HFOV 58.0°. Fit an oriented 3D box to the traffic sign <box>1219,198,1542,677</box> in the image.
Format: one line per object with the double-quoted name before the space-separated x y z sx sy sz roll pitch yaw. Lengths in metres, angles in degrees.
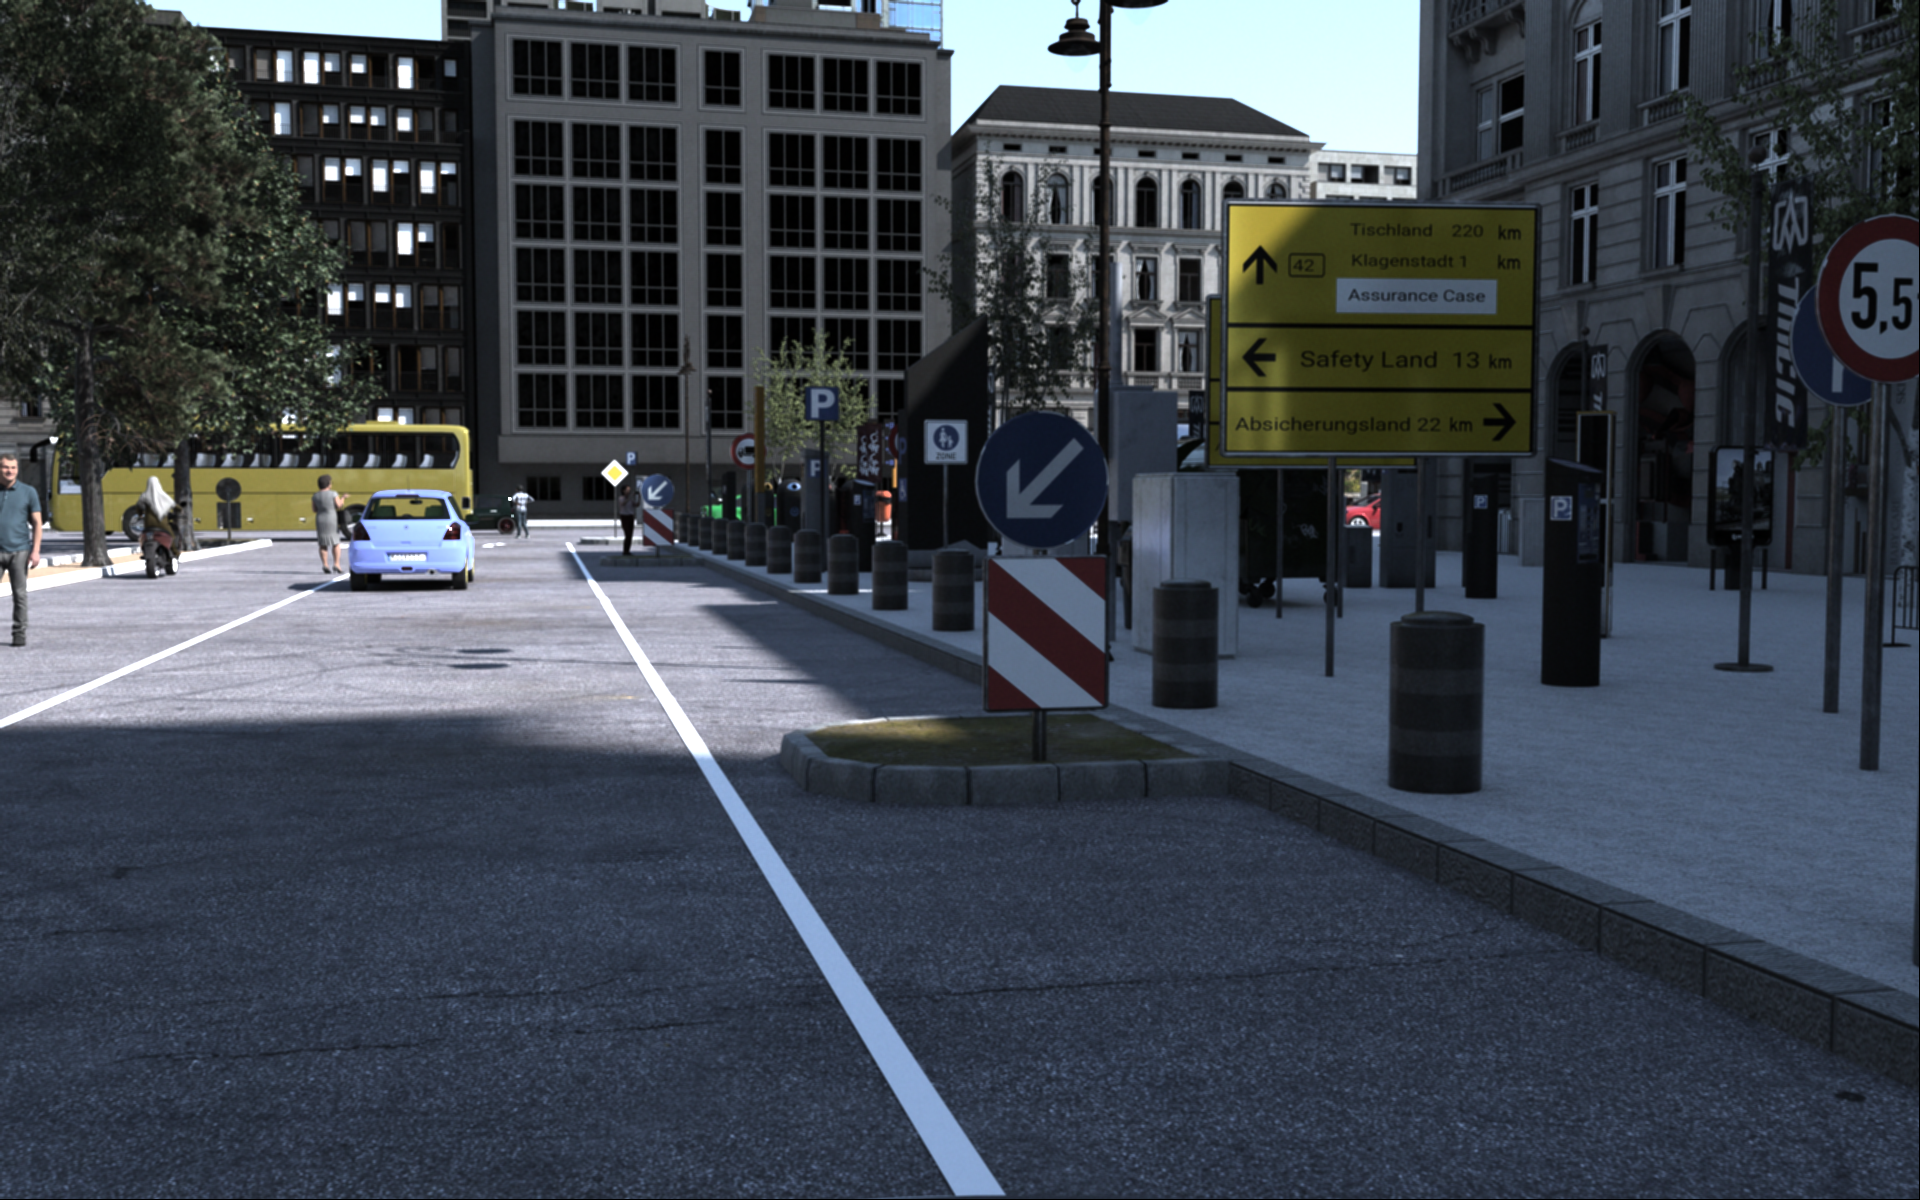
"traffic sign" 2.922 -1.115 12.104 2.265 3.308 0.079 0 4 -5

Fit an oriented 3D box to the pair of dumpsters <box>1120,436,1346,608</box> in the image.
"pair of dumpsters" 3.244 -1.161 21.477 1.574 2.255 4.437 -1 4 -14

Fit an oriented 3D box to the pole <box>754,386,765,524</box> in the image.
"pole" -3.807 -2.390 32.925 0.158 3.312 0.155 0 3 0

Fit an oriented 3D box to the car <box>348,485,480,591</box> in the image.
"car" -8.507 -1.067 27.031 1.945 1.707 3.694 -1 4 -14

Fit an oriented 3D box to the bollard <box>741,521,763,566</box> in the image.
"bollard" -3.642 -0.995 30.982 0.404 0.777 0.398 0 3 0

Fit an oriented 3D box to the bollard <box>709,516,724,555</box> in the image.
"bollard" -5.070 -1.353 36.832 0.404 0.777 0.398 0 3 0

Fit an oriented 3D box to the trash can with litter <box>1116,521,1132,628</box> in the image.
"trash can with litter" 1.984 -0.303 16.343 0.624 1.170 1.055 -3 5 -42

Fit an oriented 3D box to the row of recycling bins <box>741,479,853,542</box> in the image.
"row of recycling bins" -4.121 -2.408 46.479 3.534 1.692 1.069 -1 4 -19

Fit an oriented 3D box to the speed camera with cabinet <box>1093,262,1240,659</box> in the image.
"speed camera with cabinet" 1.674 -1.220 14.278 0.660 3.252 2.038 -1 4 -13

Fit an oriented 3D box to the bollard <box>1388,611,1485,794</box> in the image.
"bollard" 2.081 0.437 7.572 0.404 0.777 0.398 0 3 0

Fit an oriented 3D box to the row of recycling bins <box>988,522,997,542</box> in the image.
"row of recycling bins" 1.513 -2.411 46.526 3.534 1.692 1.069 1 4 11

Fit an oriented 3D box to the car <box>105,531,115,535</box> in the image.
"car" -28.539 -3.108 60.599 4.222 1.686 2.009 -1 4 -15

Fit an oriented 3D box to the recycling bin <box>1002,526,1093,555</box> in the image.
"recycling bin" 0.938 -0.402 19.124 0.722 1.027 0.722 3 4 36

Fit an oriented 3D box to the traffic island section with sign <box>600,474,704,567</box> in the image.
"traffic island section with sign" -6.294 -1.623 35.158 1.989 1.847 2.006 -1 4 -14

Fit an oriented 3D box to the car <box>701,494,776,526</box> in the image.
"car" -6.408 -3.011 58.028 4.718 1.807 1.959 -1 4 -14

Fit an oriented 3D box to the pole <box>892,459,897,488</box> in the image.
"pole" -2.891 -5.038 76.212 0.158 3.312 0.155 0 3 0

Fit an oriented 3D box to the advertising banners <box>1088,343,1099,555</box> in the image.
"advertising banners" 1.495 -1.507 20.834 0.090 3.025 2.074 0 4 -8

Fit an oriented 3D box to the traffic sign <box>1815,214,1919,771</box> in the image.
"traffic sign" 4.236 -0.482 7.992 0.768 2.556 0.104 -1 4 -11

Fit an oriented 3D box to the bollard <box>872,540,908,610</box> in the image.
"bollard" -0.779 -0.279 19.284 0.404 0.777 0.398 0 3 0

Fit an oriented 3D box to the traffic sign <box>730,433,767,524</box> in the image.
"traffic sign" -4.425 -2.214 36.301 0.768 2.556 0.104 -1 4 -11

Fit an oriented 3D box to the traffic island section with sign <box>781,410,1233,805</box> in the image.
"traffic island section with sign" 0.114 -0.021 8.972 1.989 1.847 2.006 -1 4 -14

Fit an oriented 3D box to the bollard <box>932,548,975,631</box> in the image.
"bollard" -0.062 -0.100 16.347 0.404 0.777 0.398 0 3 0

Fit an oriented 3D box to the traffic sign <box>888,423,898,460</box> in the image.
"traffic sign" -0.851 -1.807 29.655 0.768 2.556 0.104 0 4 -5

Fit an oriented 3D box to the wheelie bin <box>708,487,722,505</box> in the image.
"wheelie bin" -10.873 -4.262 77.593 0.693 1.594 0.980 3 4 39

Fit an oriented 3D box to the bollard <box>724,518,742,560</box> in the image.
"bollard" -4.357 -1.174 33.907 0.404 0.777 0.398 0 3 0

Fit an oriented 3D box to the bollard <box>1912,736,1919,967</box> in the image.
"bollard" 2.796 0.616 4.652 0.404 0.777 0.398 0 3 0

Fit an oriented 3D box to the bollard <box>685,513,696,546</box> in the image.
"bollard" -6.506 -1.712 42.704 0.404 0.777 0.398 0 3 0

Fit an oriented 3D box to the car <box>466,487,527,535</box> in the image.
"car" -17.532 -3.160 61.458 4.222 1.686 2.009 -1 4 -15

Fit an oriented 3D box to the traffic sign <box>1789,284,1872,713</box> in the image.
"traffic sign" 5.116 -0.611 10.096 0.768 2.556 0.104 -1 4 -12

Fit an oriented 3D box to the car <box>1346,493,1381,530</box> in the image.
"car" 14.625 -3.118 60.027 4.494 1.783 2.155 -1 4 -12

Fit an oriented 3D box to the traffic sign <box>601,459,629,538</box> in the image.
"traffic sign" -9.996 -2.847 50.189 0.795 2.450 0.064 -1 4 -14

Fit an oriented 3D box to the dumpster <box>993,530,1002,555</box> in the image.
"dumpster" 1.358 -1.557 31.214 1.264 1.857 1.865 -1 4 -14

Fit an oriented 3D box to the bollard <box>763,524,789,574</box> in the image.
"bollard" -2.928 -0.816 28.062 0.404 0.777 0.398 0 3 0

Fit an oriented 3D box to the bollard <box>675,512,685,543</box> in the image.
"bollard" -7.224 -1.891 45.636 0.404 0.777 0.398 0 3 0

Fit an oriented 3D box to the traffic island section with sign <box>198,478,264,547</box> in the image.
"traffic island section with sign" -20.367 -2.437 47.989 2.006 1.907 1.989 -1 4 -14

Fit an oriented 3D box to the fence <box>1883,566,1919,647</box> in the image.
"fence" 8.109 0.108 13.612 0.278 0.683 2.069 -1 4 -15

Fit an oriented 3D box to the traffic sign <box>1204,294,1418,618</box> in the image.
"traffic sign" 3.625 -1.466 17.846 2.265 3.308 0.079 0 4 -6

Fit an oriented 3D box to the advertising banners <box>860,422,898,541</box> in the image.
"advertising banners" -1.425 -2.812 42.165 2.074 3.025 0.090 2 4 24

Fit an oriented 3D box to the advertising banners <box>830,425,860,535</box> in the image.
"advertising banners" -2.970 -2.898 43.570 2.074 3.025 0.090 -3 5 -44

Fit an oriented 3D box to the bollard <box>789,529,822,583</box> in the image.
"bollard" -2.209 -0.637 25.124 0.404 0.777 0.398 0 3 0

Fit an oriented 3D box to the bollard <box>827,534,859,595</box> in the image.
"bollard" -1.498 -0.458 22.203 0.404 0.777 0.398 0 3 0

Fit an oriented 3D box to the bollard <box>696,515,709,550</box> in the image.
"bollard" -5.791 -1.532 39.760 0.404 0.777 0.398 0 3 0

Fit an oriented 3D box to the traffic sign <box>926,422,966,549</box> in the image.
"traffic sign" -0.199 -1.339 24.019 0.606 2.300 0.079 -1 4 -13

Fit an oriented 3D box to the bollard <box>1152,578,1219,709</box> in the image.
"bollard" 1.366 0.258 10.501 0.404 0.777 0.398 0 3 0
